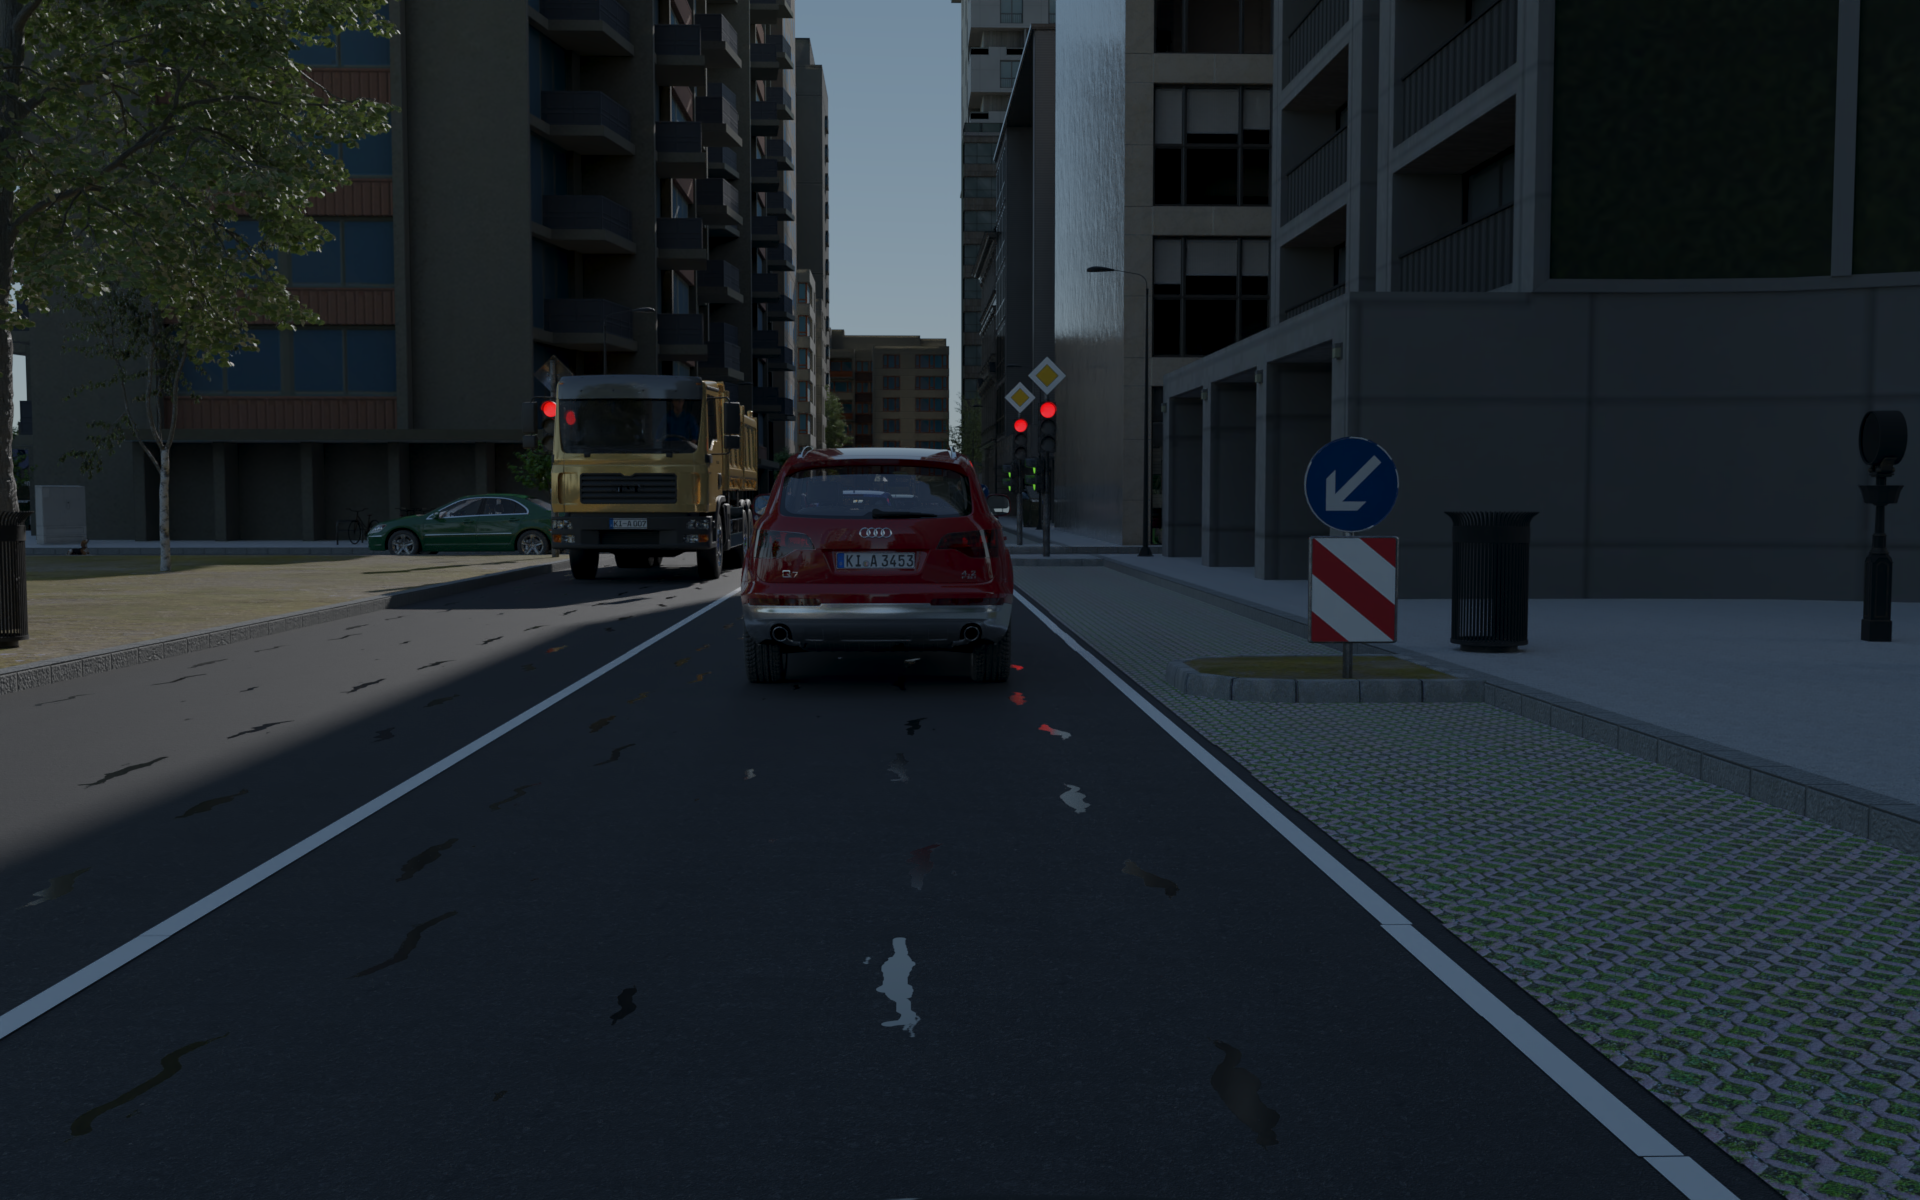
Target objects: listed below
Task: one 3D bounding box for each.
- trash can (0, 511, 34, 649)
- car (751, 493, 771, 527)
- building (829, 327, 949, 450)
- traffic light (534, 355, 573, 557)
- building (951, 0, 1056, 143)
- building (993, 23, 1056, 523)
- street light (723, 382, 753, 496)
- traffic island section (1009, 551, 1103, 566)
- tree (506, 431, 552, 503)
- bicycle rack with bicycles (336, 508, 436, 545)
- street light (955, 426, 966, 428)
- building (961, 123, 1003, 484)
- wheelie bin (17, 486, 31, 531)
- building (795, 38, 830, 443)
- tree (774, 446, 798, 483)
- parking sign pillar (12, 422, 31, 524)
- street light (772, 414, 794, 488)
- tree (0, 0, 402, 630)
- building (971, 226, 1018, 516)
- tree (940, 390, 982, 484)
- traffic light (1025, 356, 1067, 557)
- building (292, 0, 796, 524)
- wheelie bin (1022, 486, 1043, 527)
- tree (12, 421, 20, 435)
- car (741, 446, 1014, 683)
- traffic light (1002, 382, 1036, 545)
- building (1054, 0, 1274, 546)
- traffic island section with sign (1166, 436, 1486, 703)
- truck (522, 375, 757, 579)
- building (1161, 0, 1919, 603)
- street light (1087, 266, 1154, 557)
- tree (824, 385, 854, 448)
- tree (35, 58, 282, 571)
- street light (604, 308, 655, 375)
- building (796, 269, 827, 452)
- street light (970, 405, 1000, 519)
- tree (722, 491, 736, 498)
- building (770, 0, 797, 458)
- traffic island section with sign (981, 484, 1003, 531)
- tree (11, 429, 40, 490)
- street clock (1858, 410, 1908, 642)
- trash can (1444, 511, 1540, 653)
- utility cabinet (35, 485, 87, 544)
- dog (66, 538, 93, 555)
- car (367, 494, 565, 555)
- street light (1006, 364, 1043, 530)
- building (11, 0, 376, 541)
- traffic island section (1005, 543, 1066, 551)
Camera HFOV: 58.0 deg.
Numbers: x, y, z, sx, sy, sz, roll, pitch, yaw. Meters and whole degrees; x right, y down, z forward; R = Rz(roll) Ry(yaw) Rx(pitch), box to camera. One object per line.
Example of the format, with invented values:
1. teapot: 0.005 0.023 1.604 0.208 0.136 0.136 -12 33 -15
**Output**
1. trash can: -8.145 -0.173 14.479 0.748 1.137 0.748 0 3 0
2. car: -5.542 -2.802 54.846 2.155 1.783 4.494 0 4 0
3. building: -16.151 -22.659 215.507 28.899 21.520 27.650 0 4 -2
4. traffic light: -8.201 -2.823 35.074 0.839 4.253 0.868 0 4 -2
5. building: 13.936 -34.857 159.151 28.713 52.752 27.495 0 4 -2
6. building: 9.515 -16.234 84.488 14.314 24.678 30.058 0 4 -2
7. street light: -9.308 -6.092 72.151 1.470 5.913 1.316 0 4 -2
8. traffic island section: 1.795 -0.811 35.545 2.009 0.180 2.903 0 4 -2
9. tree: -9.948 -2.895 41.935 1.663 3.219 1.824 0 3 0
10. bicycle rack with bicycles: -14.655 -1.911 44.632 2.852 0.926 2.925 0 4 2
11. street light: 0.365 -8.926 118.480 1.470 5.913 1.316 0 4 -2
12. building: 7.039 -22.410 138.111 14.160 30.474 14.107 0 4 -2
13. wheelie bin: -32.958 -3.222 60.587 0.980 1.594 0.693 -3 5 -43
14. building: -24.709 -34.139 181.874 21.600 48.544 21.300 0 4 -2
15. tree: -11.777 -8.146 116.902 4.285 4.588 4.351 0 3 0
16. parking sign pillar: -34.477 -4.630 64.165 1.447 3.967 1.447 2 4 27
17. street light: -10.315 -7.834 100.625 1.470 5.913 1.316 0 4 -2
18. tree: -8.930 -6.017 16.502 7.486 12.596 7.792 0 3 0
19. building: 6.380 -14.958 109.191 10.561 19.102 19.286 0 4 -2
20. tree: 1.634 -10.792 126.808 4.737 8.622 4.395 0 3 0
21. traffic light: 1.754 -2.845 35.430 0.839 4.253 0.868 0 4 -2
22. building: -20.789 -27.028 96.526 22.147 44.769 28.867 0 4 -2
23. wheelie bin: 2.745 -3.593 66.657 0.980 1.594 0.693 -2 4 -32
24. tree: -40.784 -5.608 75.410 4.285 4.588 4.351 0 3 0
25. car: -0.669 -0.369 14.704 2.281 1.827 5.304 0 4 -2
26. traffic light: 1.480 -3.333 43.410 0.839 4.253 0.868 0 4 -2
27. building: 20.706 -15.167 52.494 34.151 26.468 19.350 0 4 -2
28. traffic island section with sign: 2.576 -0.252 12.746 1.989 1.847 2.006 0 4 -2
29. truck: -5.352 -2.164 31.304 3.469 3.379 9.791 0 4 -2
30. building: 14.740 -35.815 23.821 20.563 71.187 20.611 0 4 -2
31. street light: 3.278 -3.849 35.469 1.470 5.913 1.316 0 4 -2
32. tree: -13.959 -15.267 167.740 7.486 12.596 7.792 0 3 0
33. tree: -13.391 -4.805 28.932 4.360 8.622 3.978 0 3 0
34. street light: -8.298 -4.326 43.275 1.470 5.913 1.316 0 4 -2
35. building: -25.830 -18.479 147.178 27.650 21.520 28.899 0 4 -2
36. street light: 1.344 -7.203 90.311 1.470 5.913 1.316 0 4 -2
37. tree: -10.646 -5.230 80.109 1.663 3.219 1.824 0 3 0
38. building: -19.173 -29.042 124.954 14.600 45.320 14.200 0 4 -2
39. traffic island section with sign: 0.673 -3.655 68.395 1.989 1.847 2.006 0 4 -2
40. tree: -24.353 -2.991 43.508 1.663 3.219 1.824 0 3 0
41. street clock: 7.999 -0.642 15.061 0.358 2.002 0.471 0 4 6
42. trash can: 4.335 -0.153 14.163 0.748 1.137 0.748 0 3 0
43. utility cabinet: -22.848 -2.162 44.034 0.318 1.500 1.173 2 4 28
44. dog: -20.338 -1.214 40.045 0.550 0.427 0.748 -3 5 -43
45. car: -10.673 -1.634 38.518 4.920 1.459 2.131 0 4 -1
46. street light: 2.346 -5.481 62.151 1.470 5.913 1.316 0 4 -2
47. building: -19.261 -24.735 59.043 22.147 44.769 28.867 0 4 -2
48. traffic island section: 1.521 -1.299 43.526 2.009 0.180 2.903 0 4 -2
